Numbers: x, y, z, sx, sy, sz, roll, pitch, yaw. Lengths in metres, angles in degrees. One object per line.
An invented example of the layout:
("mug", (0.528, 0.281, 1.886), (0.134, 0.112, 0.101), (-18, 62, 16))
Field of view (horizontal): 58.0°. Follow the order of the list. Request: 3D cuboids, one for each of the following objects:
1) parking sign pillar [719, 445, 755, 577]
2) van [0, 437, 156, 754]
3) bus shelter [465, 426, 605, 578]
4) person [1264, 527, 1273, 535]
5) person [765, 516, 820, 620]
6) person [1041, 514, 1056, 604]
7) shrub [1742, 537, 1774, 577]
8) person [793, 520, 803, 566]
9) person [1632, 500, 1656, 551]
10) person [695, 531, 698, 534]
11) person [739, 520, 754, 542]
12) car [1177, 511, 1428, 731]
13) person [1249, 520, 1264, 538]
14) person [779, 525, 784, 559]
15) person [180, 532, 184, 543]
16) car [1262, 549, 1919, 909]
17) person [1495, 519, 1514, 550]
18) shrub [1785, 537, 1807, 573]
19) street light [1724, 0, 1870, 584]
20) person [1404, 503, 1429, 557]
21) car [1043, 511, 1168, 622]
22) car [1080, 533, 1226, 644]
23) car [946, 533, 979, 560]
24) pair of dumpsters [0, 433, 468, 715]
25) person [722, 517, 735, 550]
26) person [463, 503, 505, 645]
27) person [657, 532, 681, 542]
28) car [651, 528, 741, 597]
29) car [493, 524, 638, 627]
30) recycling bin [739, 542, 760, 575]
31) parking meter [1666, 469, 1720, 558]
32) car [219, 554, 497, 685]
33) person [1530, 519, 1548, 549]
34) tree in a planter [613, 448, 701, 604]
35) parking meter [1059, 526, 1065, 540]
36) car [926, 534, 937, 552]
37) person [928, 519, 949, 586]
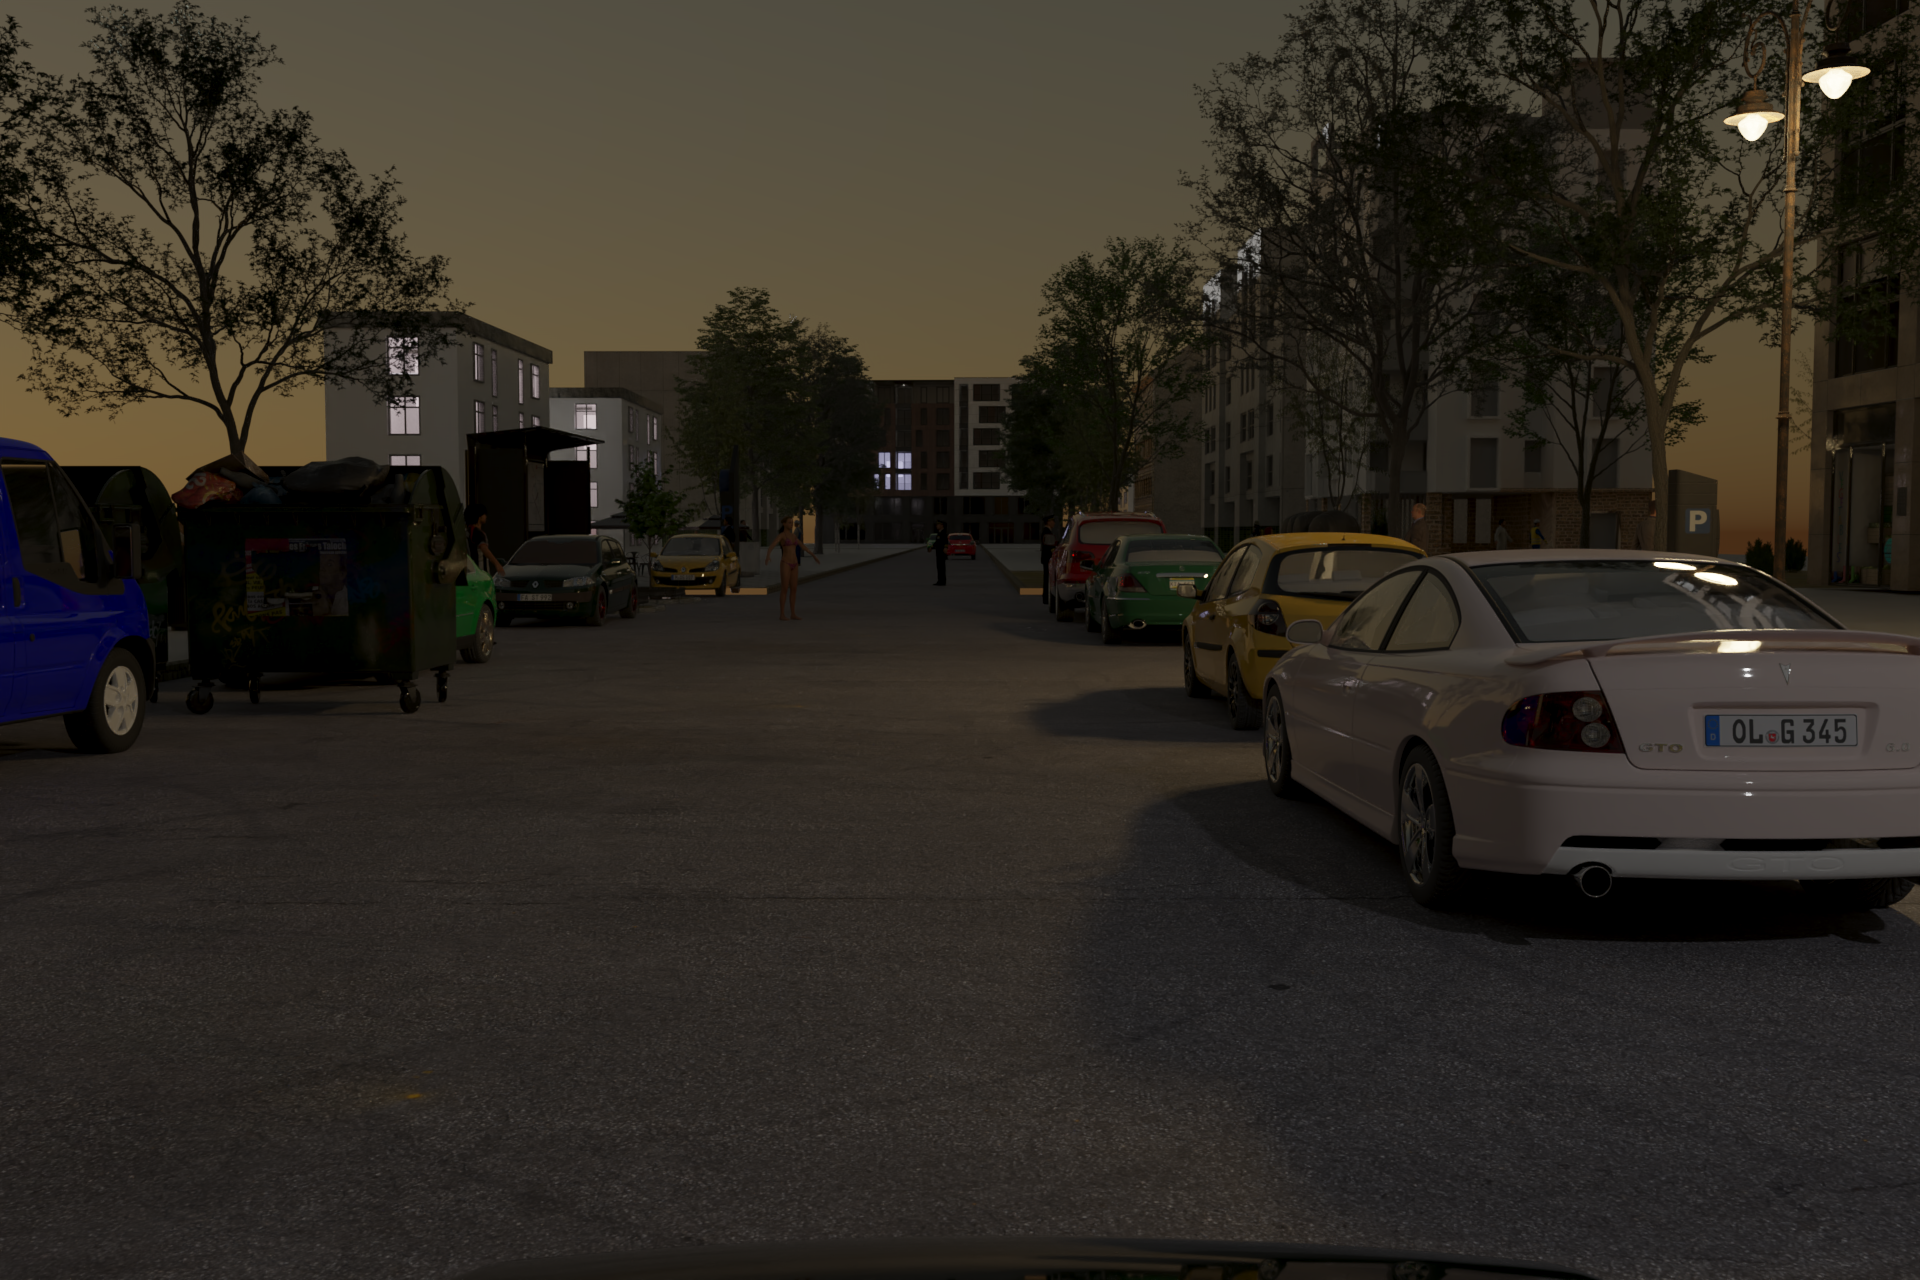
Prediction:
("parking sign pillar", (-6.868, -3.866, 51.674), (1.447, 3.967, 1.447), (0, 4, -1))
("van", (-6.420, -0.318, 9.583), (2.240, 2.365, 5.245), (0, 3, 0))
("bus shelter", (-9.884, -3.027, 40.770), (1.731, 3.624, 6.357), (0, 4, 1))
("person", (6.674, -1.705, 37.089), (0.599, 1.438, 0.989), (1, 4, 14))
("person", (-2.801, -1.198, 28.848), (0.721, 1.733, 1.217), (3, 5, 41))
("person", (1.837, -1.651, 35.389), (0.705, 1.837, 1.347), (0, 4, -3))
("shrub", (20.873, -2.086, 45.229), (1.383, 1.207, 1.383), (0, 3, 0))
("person", (-6.540, -3.877, 69.246), (0.705, 1.847, 1.347), (1, 4, 19))
("person", (9.827, -1.075, 24.154), (0.750, 1.759, 0.617), (0, 4, -4))
("person", (-12.152, -4.309, 79.721), (0.991, 1.433, 0.599), (0, 4, 5))
("person", (-8.113, -3.595, 64.919), (0.704, 1.812, 1.346), (2, 4, 24))
("car", (2.832, -0.234, 14.050), (2.015, 1.641, 3.980), (0, 4, 0))
("person", (12.435, -4.092, 72.686), (0.705, 1.856, 1.354), (3, 5, 42))
("person", (-5.658, -3.060, 56.254), (0.704, 1.802, 1.346), (1, 4, 10))
("person", (-14.502, -1.547, 31.377), (1.344, 1.819, 0.704), (-1, 4, -12))
("car", (2.654, 0.266, 8.013), (2.083, 1.381, 4.827), (0, 4, -1))
("person", (19.149, -3.360, 61.118), (0.705, 1.806, 1.347), (3, 5, 43))
("shrub", (27.666, -2.843, 57.602), (1.383, 1.207, 1.383), (0, 3, 0))
("street light", (6.741, -2.529, 14.131), (0.468, 5.910, 1.993), (0, 4, 1))
("person", (7.073, -1.246, 26.967), (0.434, 1.755, 0.990), (1, 4, 23))
("car", (2.597, -1.295, 29.844), (2.281, 1.827, 5.304), (0, 4, 1))
("car", (2.762, -0.742, 23.937), (2.131, 1.459, 4.920), (0, 4, 0))
("car", (-0.014, -5.424, 97.719), (2.155, 1.783, 4.494), (0, 4, 0))
("pair of dumpsters", (-6.421, -0.564, 14.175), (4.436, 2.255, 1.574), (0, 4, 1))
("person", (-6.292, -2.426, 46.387), (0.721, 1.740, 1.216), (1, 4, 15))
("person", (-6.195, -0.840, 22.337), (0.704, 1.843, 1.345), (-2, 4, -34))
("person", (-12.690, -4.287, 76.218), (1.348, 1.813, 0.705), (-2, 4, -35))
("car", (-6.224, -1.875, 40.878), (2.015, 1.641, 3.980), (0, 3, 0))
("car", (-6.384, -1.119, 28.075), (2.009, 1.686, 4.222), (0, 4, 0))
("recycling bin", (-6.731, -2.581, 54.754), (0.722, 1.027, 0.722), (0, 4, 2))
("parking meter", (6.647, -0.613, 15.731), (0.399, 1.863, 0.255), (0, 4, 0))
("car", (-6.144, -0.554, 17.859), (1.959, 1.807, 4.718), (0, 4, 0))
("person", (21.474, -3.576, 64.439), (0.705, 1.833, 1.349), (0, 4, -7))
("tree in a planter", (-6.508, -2.389, 36.276), (1.991, 3.239, 1.994), (0, 4, 0))
("parking meter", (3.216, -2.723, 52.936), (0.372, 1.533, 0.369), (0, 3, 0))
("car", (-1.748, -8.030, 140.089), (1.959, 1.807, 4.718), (0, 4, 0))
("person", (-0.555, -2.431, 48.132), (0.705, 1.837, 1.347), (-1, 4, -20))
